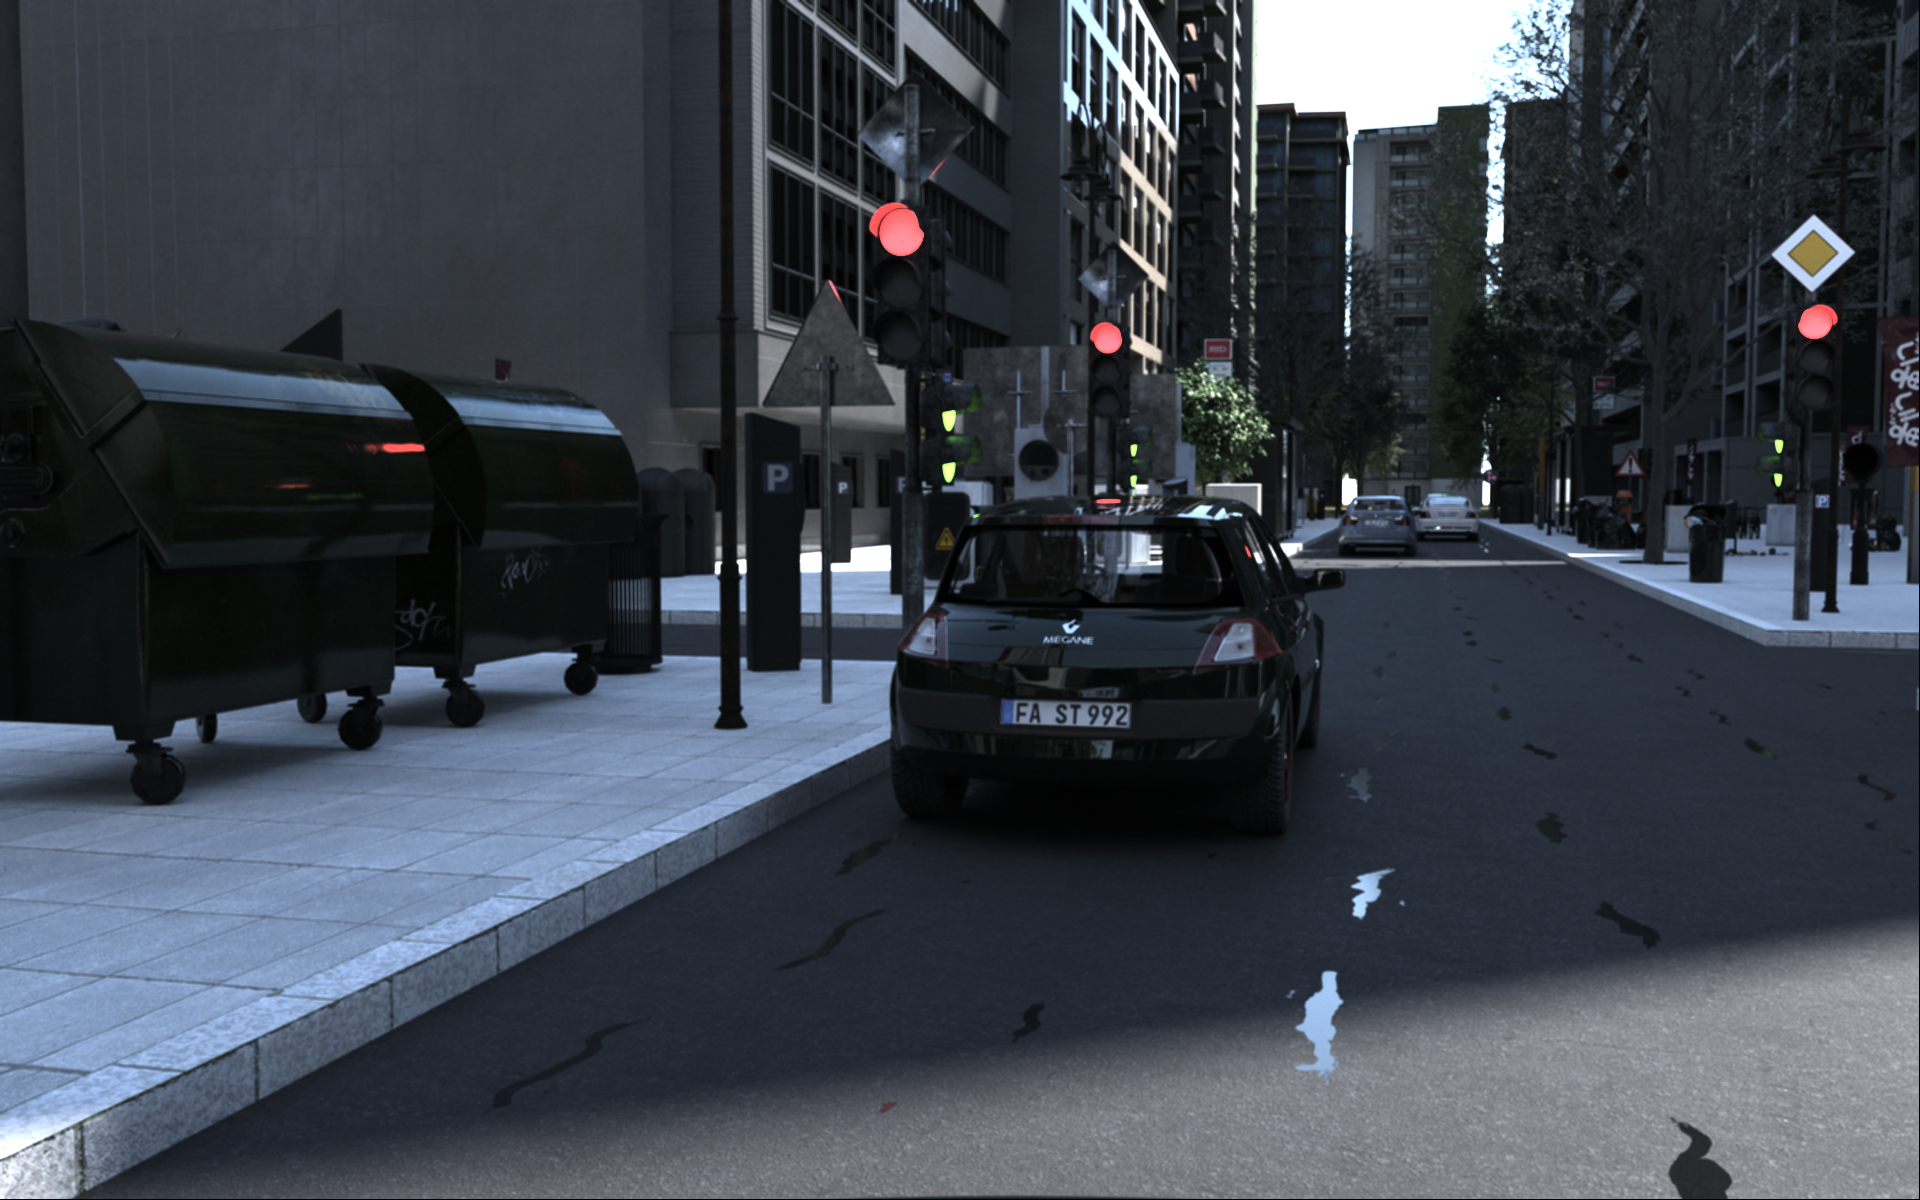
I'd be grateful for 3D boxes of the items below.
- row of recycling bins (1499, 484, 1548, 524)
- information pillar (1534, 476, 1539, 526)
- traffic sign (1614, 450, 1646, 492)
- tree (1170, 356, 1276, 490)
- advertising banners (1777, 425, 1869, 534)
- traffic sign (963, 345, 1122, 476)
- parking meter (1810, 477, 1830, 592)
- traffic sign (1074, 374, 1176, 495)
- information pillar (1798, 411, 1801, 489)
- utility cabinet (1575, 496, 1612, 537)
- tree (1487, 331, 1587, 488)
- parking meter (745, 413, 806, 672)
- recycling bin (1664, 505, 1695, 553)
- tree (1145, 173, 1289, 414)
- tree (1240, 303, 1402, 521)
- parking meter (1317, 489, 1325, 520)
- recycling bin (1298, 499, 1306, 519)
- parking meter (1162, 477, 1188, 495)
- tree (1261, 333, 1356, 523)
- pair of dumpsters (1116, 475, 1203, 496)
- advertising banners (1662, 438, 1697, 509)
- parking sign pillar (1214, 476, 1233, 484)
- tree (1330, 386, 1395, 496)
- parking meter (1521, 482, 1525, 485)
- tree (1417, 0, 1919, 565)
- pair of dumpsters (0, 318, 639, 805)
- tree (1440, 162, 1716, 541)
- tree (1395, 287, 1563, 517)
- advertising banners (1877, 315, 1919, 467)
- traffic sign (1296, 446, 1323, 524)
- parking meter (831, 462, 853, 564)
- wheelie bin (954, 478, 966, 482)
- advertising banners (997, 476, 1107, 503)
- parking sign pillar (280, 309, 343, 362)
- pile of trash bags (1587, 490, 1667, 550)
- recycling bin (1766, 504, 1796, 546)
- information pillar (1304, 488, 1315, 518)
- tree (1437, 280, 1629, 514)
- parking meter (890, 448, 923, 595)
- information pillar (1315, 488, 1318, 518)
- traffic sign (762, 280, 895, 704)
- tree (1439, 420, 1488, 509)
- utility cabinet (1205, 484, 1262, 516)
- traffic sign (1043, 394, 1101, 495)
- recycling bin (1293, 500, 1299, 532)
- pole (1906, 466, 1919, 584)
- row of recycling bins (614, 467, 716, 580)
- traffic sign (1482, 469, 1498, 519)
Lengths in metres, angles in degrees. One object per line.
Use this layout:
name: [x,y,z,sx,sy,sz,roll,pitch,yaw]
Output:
row of recycling bins: [24.673,-4.181,75.475,3.534,1.692,1.069,-3,5,-44]
information pillar: [23.392,-4.009,70.045,0.304,2.012,0.304,1,4,10]
traffic sign: [19.822,-3.135,51.259,0.884,2.594,0.081,1,4,16]
tree: [5.732,-3.494,40.837,4.285,4.588,4.351,0,3,0]
advertising banners: [22.152,-2.954,44.493,2.074,3.025,0.090,2,4,29]
traffic sign: [1.113,-1.832,23.831,2.265,3.308,0.079,1,4,19]
parking meter: [11.349,-0.883,22.856,0.372,1.533,0.369,0,3,0]
traffic sign: [2.545,-2.185,29.602,2.265,3.308,0.079,1,4,15]
information pillar: [22.294,-3.332,45.833,0.183,3.616,0.504,3,5,43]
utility cabinet: [19.011,-2.492,51.912,1.020,1.237,0.306,1,4,10]
tree: [24.254,-7.484,72.728,4.737,8.622,4.395,0,3,0]
parking meter: [-1.344,-0.421,12.600,0.399,1.863,0.255,-1,4,-21]
recycling bin: [15.956,-1.567,38.179,0.722,1.027,0.722,1,4,16]
tree: [12.516,-9.493,65.579,12.009,13.543,11.850,0,3,0]
tree: [17.095,-9.146,83.946,8.767,10.594,7.601,0,4,2]
parking meter: [18.193,-4.824,87.284,0.372,1.533,0.369,0,3,0]
recycling bin: [17.555,-4.748,90.178,0.722,1.027,0.722,-1,4,-15]
parking meter: [3.224,-1.075,25.994,0.372,1.533,0.369,0,3,0]
tree: [15.086,-7.719,76.574,4.737,8.622,4.395,0,3,0]
pair of dumpsters: [3.931,-1.998,35.154,1.574,2.255,4.437,1,4,14]
advertising banners: [22.949,-3.620,55.372,0.090,3.025,2.074,0,4,-7]
parking sign pillar: [9.181,-4.260,58.117,1.447,3.967,1.447,1,4,14]
tree: [35.628,-14.315,152.180,7.486,12.596,7.792,0,3,0]
parking meter: [28.476,-4.997,87.404,0.255,1.863,0.399,1,4,8]
tree: [12.911,-7.406,31.452,12.009,13.543,11.850,0,3,0]
pair of dumpsters: [-3.323,-0.407,9.152,1.574,2.255,4.437,1,4,15]
tree: [16.528,-6.867,46.694,7.601,10.594,8.767,1,4,21]
tree: [29.277,-10.836,95.298,7.486,12.596,7.792,0,3,0]
advertising banners: [9.858,-1.245,16.542,2.074,3.025,0.090,3,5,39]
traffic sign: [14.231,-4.860,73.335,2.265,3.308,0.079,2,4,24]
parking meter: [-2.199,-1.609,32.012,0.399,1.863,0.255,-2,4,-27]
wheelie bin: [-0.235,-1.630,34.558,0.980,1.594,0.693,0,4,-7]
advertising banners: [1.631,-1.945,27.992,2.074,3.025,0.090,1,4,10]
parking sign pillar: [-9.658,-2.265,25.510,1.447,3.967,1.447,0,4,5]
pile of trash bags: [15.970,-1.933,41.359,1.912,1.369,3.447,1,4,15]
recycling bin: [20.489,-1.861,42.983,0.722,1.027,0.722,3,5,41]
information pillar: [18.384,-6.127,91.525,0.504,3.616,0.183,-2,4,-34]
tree: [26.838,-9.503,81.133,9.928,11.665,9.643,0,3,0]
parking meter: [-0.684,-1.004,22.128,0.399,1.863,0.255,0,4,5]
information pillar: [18.793,-6.148,91.869,0.504,3.616,0.183,3,4,38]
traffic sign: [-0.816,-0.645,10.550,0.884,2.594,0.081,1,4,21]
tree: [43.415,-12.121,148.532,4.360,8.622,3.978,0,3,0]
utility cabinet: [5.932,-1.771,37.643,1.173,1.500,0.318,2,4,26]
traffic sign: [1.411,-1.348,22.143,0.768,2.556,0.104,1,4,22]
recycling bin: [10.870,-2.813,58.554,0.722,1.027,0.722,-1,4,-23]
pole: [13.645,-1.884,24.654,0.158,3.312,0.155,0,3,0]
row of recycling bins: [-4.997,-1.187,26.529,1.069,1.692,3.534,2,4,32]
traffic sign: [26.744,-5.338,87.378,0.768,2.556,0.104,1,4,19]
